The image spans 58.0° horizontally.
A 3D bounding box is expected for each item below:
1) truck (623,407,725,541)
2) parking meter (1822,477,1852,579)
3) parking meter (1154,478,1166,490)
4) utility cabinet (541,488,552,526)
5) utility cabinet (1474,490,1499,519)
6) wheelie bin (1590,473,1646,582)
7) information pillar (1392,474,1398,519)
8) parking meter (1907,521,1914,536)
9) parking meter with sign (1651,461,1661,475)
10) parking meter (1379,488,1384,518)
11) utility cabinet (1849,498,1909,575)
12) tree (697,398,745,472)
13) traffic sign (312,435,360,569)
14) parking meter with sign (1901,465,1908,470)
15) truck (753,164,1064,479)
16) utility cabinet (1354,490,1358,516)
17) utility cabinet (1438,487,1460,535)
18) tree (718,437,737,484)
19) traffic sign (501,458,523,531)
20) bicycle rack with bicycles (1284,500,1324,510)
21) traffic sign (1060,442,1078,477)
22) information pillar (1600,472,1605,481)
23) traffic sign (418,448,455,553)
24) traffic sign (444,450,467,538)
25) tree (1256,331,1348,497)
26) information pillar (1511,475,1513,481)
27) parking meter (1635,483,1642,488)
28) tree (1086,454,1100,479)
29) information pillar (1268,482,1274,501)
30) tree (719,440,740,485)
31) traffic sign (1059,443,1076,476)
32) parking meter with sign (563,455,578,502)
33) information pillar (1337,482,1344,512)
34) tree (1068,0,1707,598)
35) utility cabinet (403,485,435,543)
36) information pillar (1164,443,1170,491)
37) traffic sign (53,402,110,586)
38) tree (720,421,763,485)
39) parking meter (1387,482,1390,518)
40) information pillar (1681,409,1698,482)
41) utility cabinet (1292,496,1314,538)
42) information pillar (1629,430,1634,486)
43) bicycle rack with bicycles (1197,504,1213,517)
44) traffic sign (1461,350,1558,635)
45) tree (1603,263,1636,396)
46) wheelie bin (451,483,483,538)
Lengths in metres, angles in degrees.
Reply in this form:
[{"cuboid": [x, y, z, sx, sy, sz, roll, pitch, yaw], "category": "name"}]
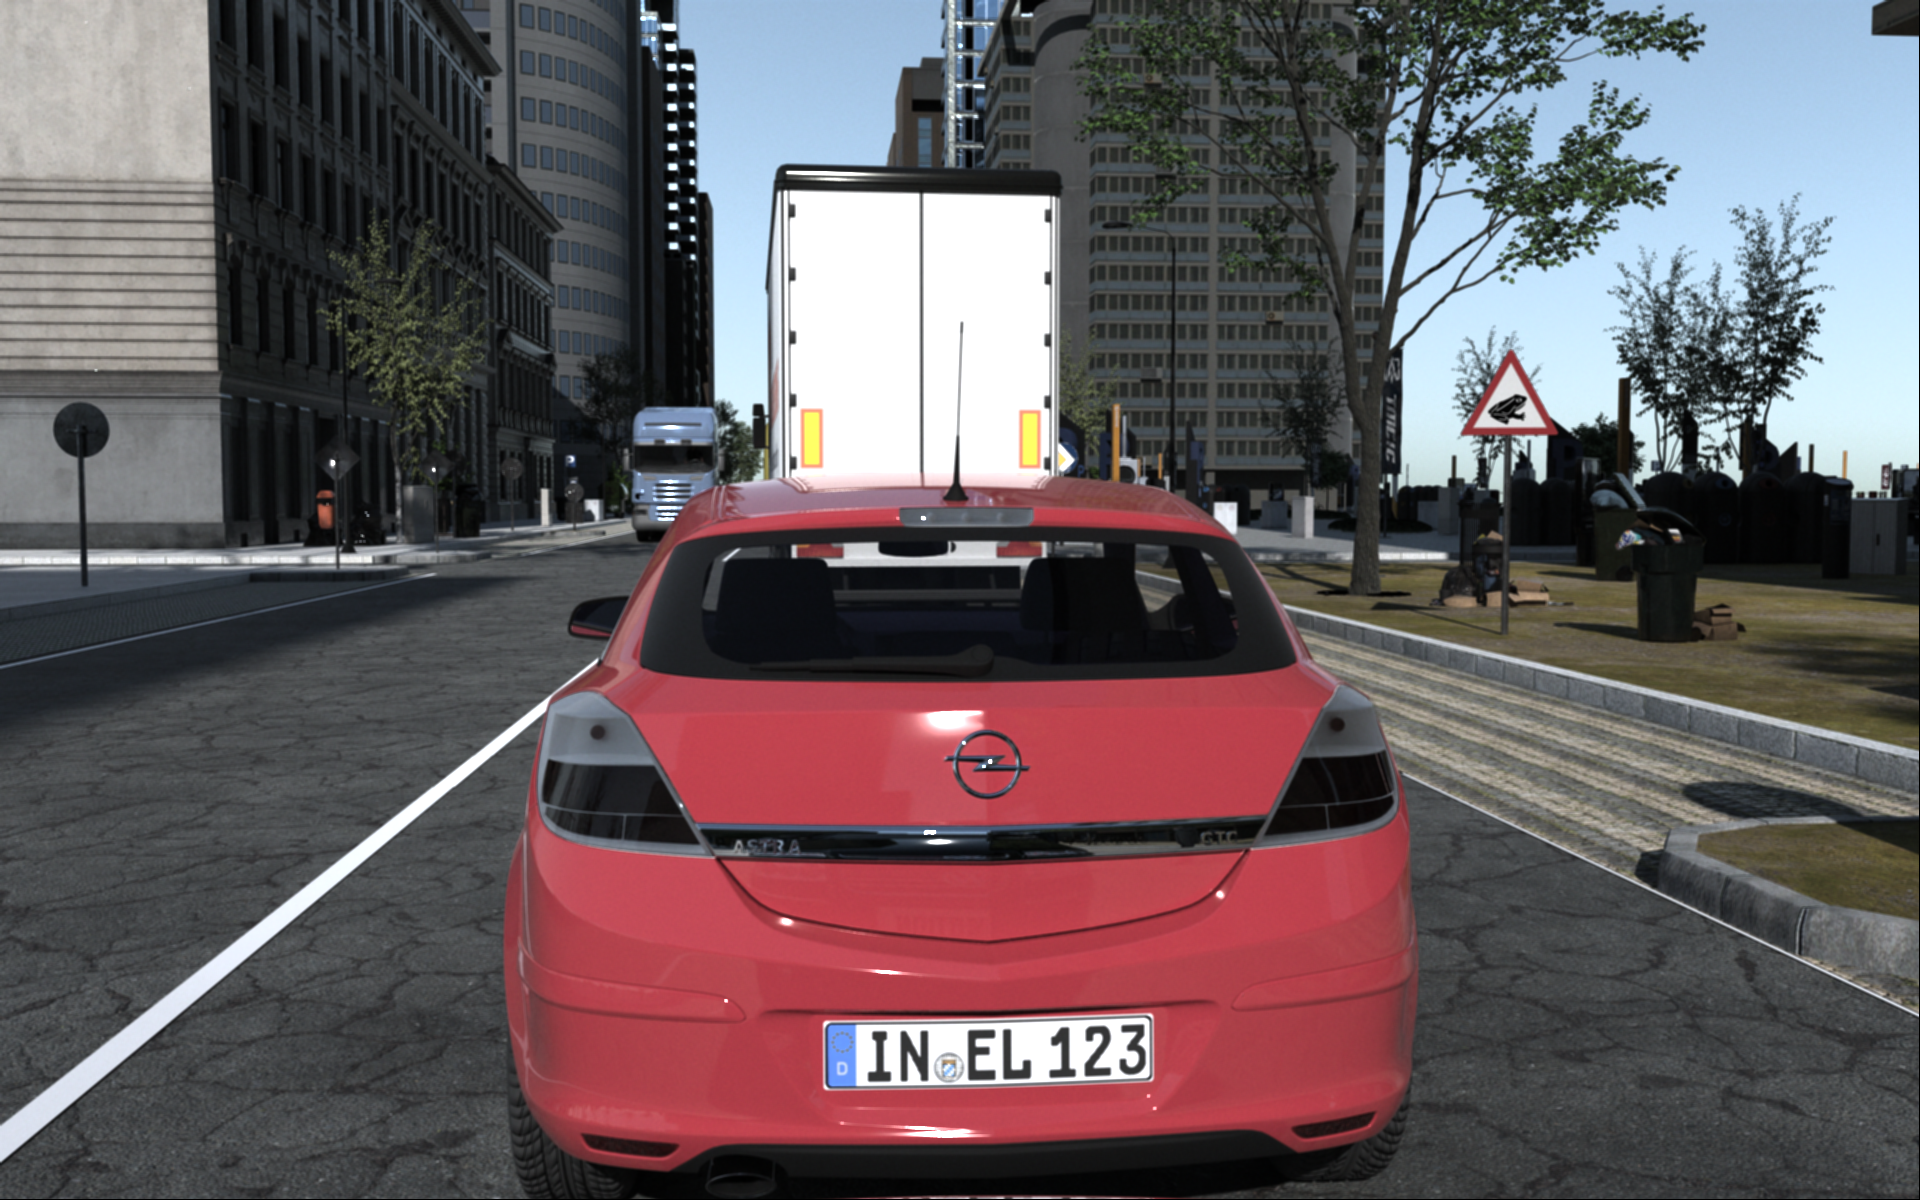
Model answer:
[{"cuboid": [-9.222, -4.261, 59.429, 2.967, 4.110, 18.799, 0, 4, -5], "category": "truck"}, {"cuboid": [13.339, -1.097, 26.342, 0.372, 1.533, 0.369, 0, 3, 0], "category": "parking meter"}, {"cuboid": [7.326, -3.532, 63.458, 0.399, 1.863, 0.255, -2, 4, -26], "category": "parking meter"}, {"cuboid": [-16.331, -3.658, 68.480, 0.318, 1.500, 1.173, 0, 4, -7], "category": "utility cabinet"}, {"cuboid": [27.106, -4.925, 89.207, 1.173, 1.500, 0.318, 2, 4, 33], "category": "utility cabinet"}, {"cuboid": [9.698, -1.080, 25.574, 0.693, 1.594, 0.980, 2, 4, 32], "category": "wheelie bin"}, {"cuboid": [19.933, -5.381, 79.336, 0.183, 3.616, 0.504, 0, 4, -7], "category": "information pillar"}, {"cuboid": [29.020, -2.889, 52.939, 0.399, 1.863, 0.255, 0, 3, 0], "category": "parking meter"}, {"cuboid": [36.319, -5.700, 89.450, 0.543, 3.016, 1.738, 0, 4, -2], "category": "parking meter with sign"}, {"cuboid": [16.346, -3.595, 67.183, 0.372, 1.533, 0.369, 0, 3, 0], "category": "parking meter"}, {"cuboid": [14.729, -1.028, 27.973, 0.306, 1.237, 1.020, -2, 4, -29], "category": "utility cabinet"}, {"cuboid": [-26.869, -16.015, 187.606, 9.928, 11.665, 9.643, 0, 3, 0], "category": "tree"}, {"cuboid": [-10.606, -1.580, 29.480, 0.795, 2.450, 0.064, 0, 4, -5], "category": "traffic sign"}, {"cuboid": [57.275, -6.570, 103.673, 1.738, 3.016, 0.543, 0, 4, -6], "category": "parking meter with sign"}, {"cuboid": [-1.008, -1.928, 20.440, 2.839, 4.237, 11.283, 0, 4, -7], "category": "truck"}, {"cuboid": [23.385, -5.600, 100.244, 1.173, 1.500, 0.318, -1, 4, -19], "category": "utility cabinet"}, {"cuboid": [15.408, -2.807, 54.577, 0.318, 1.500, 1.173, 0, 4, -3], "category": "utility cabinet"}, {"cuboid": [-28.662, -15.700, 207.062, 4.360, 8.622, 3.978, 0, 3, 0], "category": "tree"}, {"cuboid": [-15.638, -3.690, 60.444, 0.768, 2.556, 0.104, 0, 4, 0], "category": "traffic sign"}, {"cuboid": [20.366, -5.610, 105.111, 2.852, 0.926, 2.925, -1, 4, -18], "category": "bicycle rack with bicycles"}, {"cuboid": [2.527, -2.612, 42.805, 0.768, 2.556, 0.104, 0, 4, -2], "category": "traffic sign"}, {"cuboid": [21.160, -3.238, 57.440, 0.304, 2.012, 0.304, -1, 4, -11], "category": "information pillar"}, {"cuboid": [-11.311, -2.067, 37.434, 0.795, 2.450, 0.064, 0, 4, -5], "category": "traffic sign"}, {"cuboid": [-14.683, -3.066, 50.233, 0.768, 2.556, 0.104, 0, 4, 5], "category": "traffic sign"}, {"cuboid": [15.548, -7.753, 77.128, 4.360, 8.622, 3.978, 0, 3, 0], "category": "tree"}, {"cuboid": [21.584, -3.869, 67.752, 0.304, 2.012, 0.304, 0, 4, 6], "category": "information pillar"}, {"cuboid": [37.027, -5.427, 94.440, 0.399, 1.863, 0.255, 2, 4, 26], "category": "parking meter"}, {"cuboid": [5.338, -4.203, 63.326, 1.663, 3.219, 1.824, 0, 3, 0], "category": "tree"}, {"cuboid": [19.489, -6.360, 108.485, 0.304, 2.012, 0.304, 0, 4, -3], "category": "information pillar"}, {"cuboid": [-30.001, -16.580, 221.452, 4.737, 8.622, 4.395, 0, 3, 0], "category": "tree"}, {"cuboid": [1.642, -1.645, 30.541, 0.795, 2.450, 0.064, 0, 4, -5], "category": "traffic sign"}, {"cuboid": [-17.165, -4.913, 76.583, 0.543, 3.016, 1.738, -1, 4, -19], "category": "parking meter with sign"}, {"cuboid": [23.151, -6.167, 105.317, 0.304, 2.012, 0.304, -3, 4, -39], "category": "information pillar"}, {"cuboid": [5.066, -5.856, 21.506, 9.928, 11.665, 9.643, 0, 3, 0], "category": "tree"}, {"cuboid": [-14.070, -2.226, 45.071, 0.318, 1.500, 1.173, 1, 4, 9], "category": "utility cabinet"}, {"cuboid": [9.482, -5.376, 79.246, 0.183, 3.616, 0.504, -2, 4, -25], "category": "information pillar"}, {"cuboid": [-12.185, -1.464, 24.035, 0.768, 2.556, 0.104, 0, 4, -1], "category": "traffic sign"}, {"cuboid": [-33.797, -21.426, 268.437, 7.486, 12.596, 7.792, 0, 3, 0], "category": "tree"}, {"cuboid": [21.204, -4.914, 86.049, 0.255, 1.863, 0.399, 2, 4, 25], "category": "parking meter"}, {"cuboid": [20.022, -3.439, 47.579, 0.504, 3.616, 0.183, -1, 4, -21], "category": "information pillar"}, {"cuboid": [10.048, -2.422, 50.756, 0.306, 1.237, 1.020, -1, 4, -11], "category": "utility cabinet"}, {"cuboid": [21.703, -3.979, 56.411, 0.183, 3.616, 0.504, -2, 4, -26], "category": "information pillar"}, {"cuboid": [7.617, -2.898, 60.768, 2.852, 0.926, 2.925, -1, 4, -17], "category": "bicycle rack with bicycles"}, {"cuboid": [4.963, -0.961, 15.713, 0.884, 2.594, 0.081, 0, 4, -2], "category": "traffic sign"}, {"cuboid": [20.994, -6.159, 51.065, 4.360, 8.622, 3.978, 0, 3, 0], "category": "tree"}, {"cuboid": [-14.572, -2.656, 51.335, 0.693, 1.594, 0.980, 3, 5, 41], "category": "wheelie bin"}]
